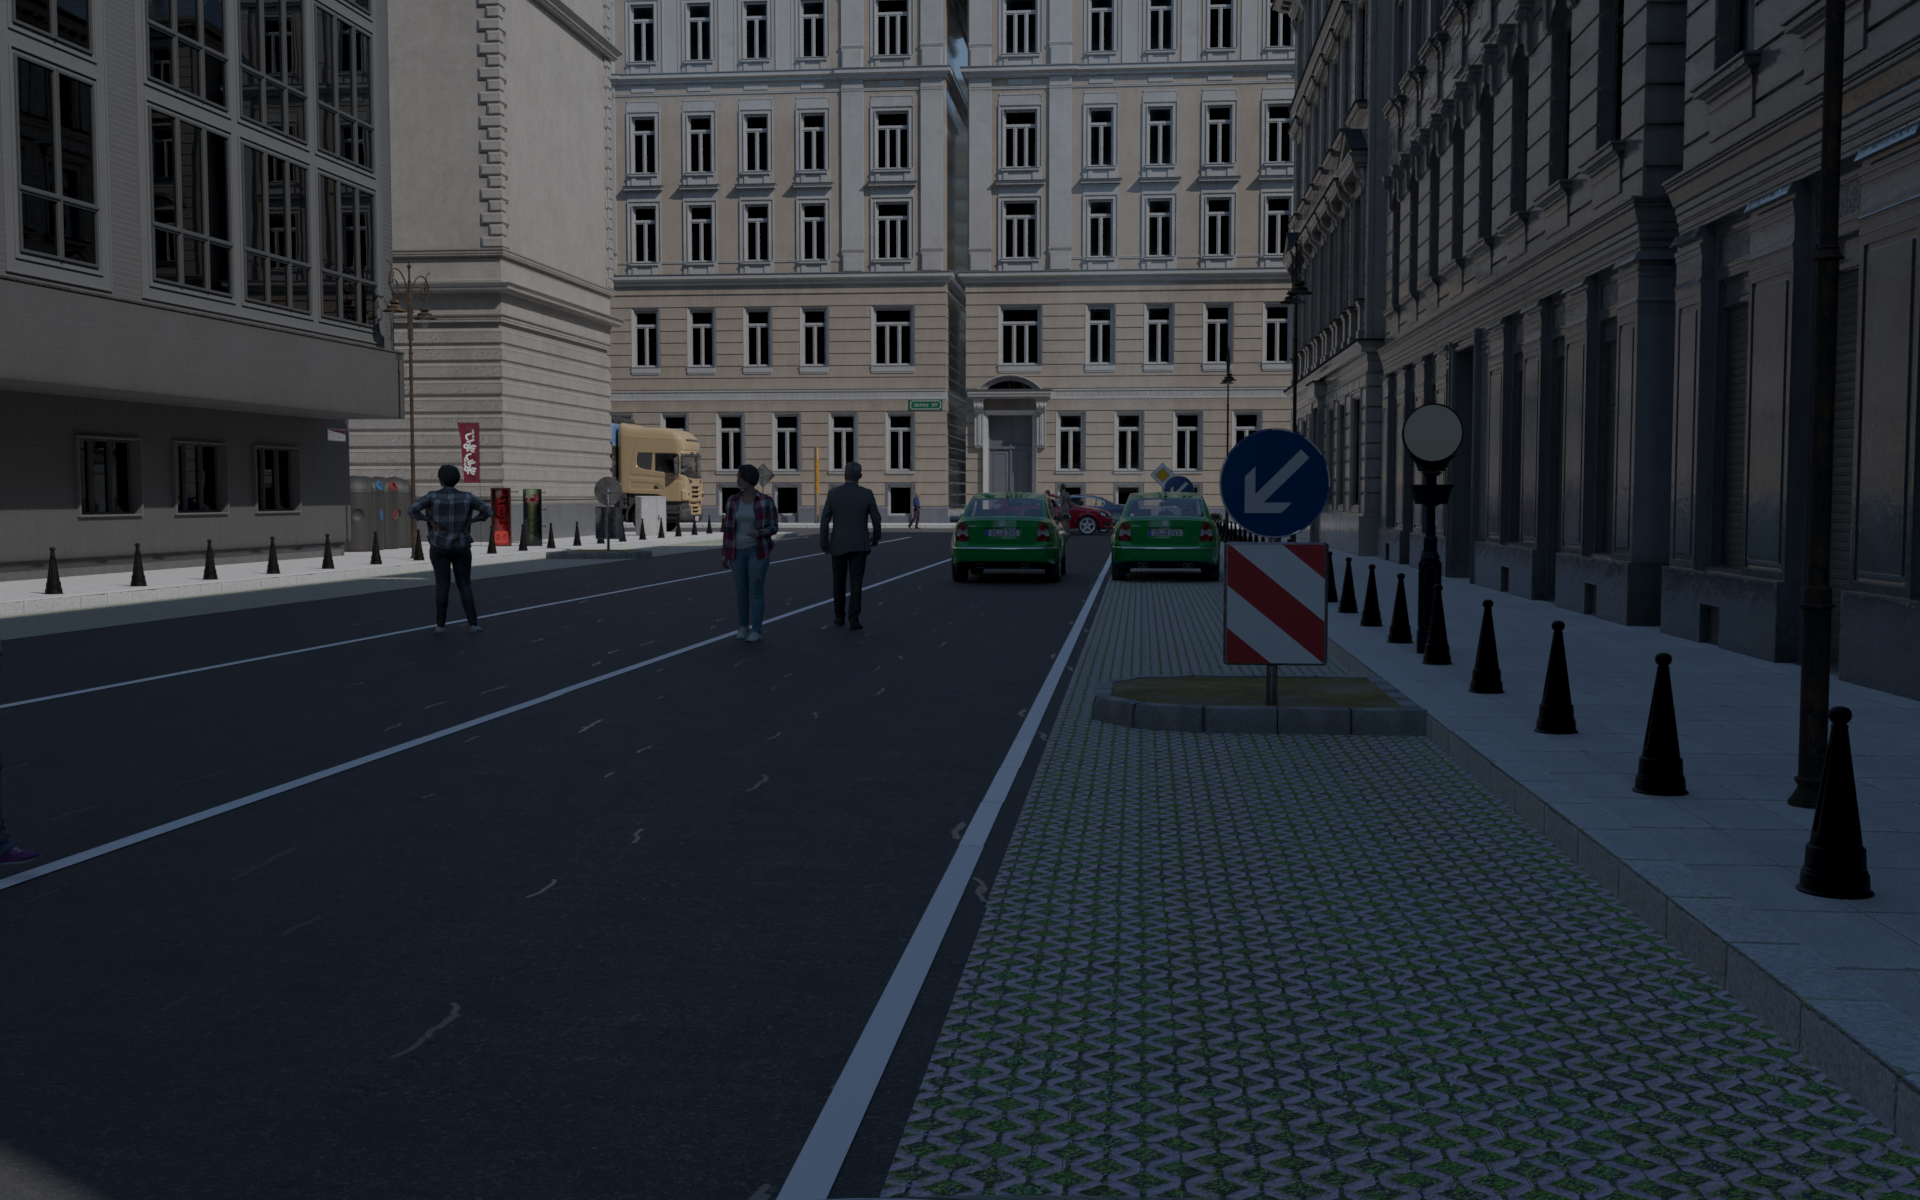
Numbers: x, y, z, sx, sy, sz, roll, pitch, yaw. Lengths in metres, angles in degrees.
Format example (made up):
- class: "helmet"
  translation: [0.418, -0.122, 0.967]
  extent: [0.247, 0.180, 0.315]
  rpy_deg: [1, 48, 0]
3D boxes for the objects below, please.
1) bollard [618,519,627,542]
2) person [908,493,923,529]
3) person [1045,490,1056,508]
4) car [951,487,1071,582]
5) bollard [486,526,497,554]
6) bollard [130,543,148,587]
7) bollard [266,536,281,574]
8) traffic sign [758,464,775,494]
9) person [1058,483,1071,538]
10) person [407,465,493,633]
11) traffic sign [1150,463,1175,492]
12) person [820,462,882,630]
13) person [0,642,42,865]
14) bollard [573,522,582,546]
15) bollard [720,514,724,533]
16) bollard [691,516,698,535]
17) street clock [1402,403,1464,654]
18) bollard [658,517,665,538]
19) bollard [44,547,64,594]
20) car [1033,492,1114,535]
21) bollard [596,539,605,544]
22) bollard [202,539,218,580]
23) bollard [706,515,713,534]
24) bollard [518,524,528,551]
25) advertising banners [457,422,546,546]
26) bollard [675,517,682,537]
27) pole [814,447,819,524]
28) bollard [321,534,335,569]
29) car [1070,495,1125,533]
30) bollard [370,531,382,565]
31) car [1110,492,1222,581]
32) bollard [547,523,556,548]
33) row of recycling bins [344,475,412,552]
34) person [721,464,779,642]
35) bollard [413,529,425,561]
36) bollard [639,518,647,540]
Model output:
- class: "bollard"
  translation: [-9.082, -1.869, 46.605]
  extent: [0.229, 0.601, 0.229]
  rpy_deg: [0, 3, 0]
- class: "person"
  translation: [-1.766, -3.682, 71.397]
  extent: [0.600, 1.496, 0.574]
  rpy_deg: [3, 5, 40]
- class: "person"
  translation: [2.350, -2.159, 46.077]
  extent: [0.482, 1.546, 0.388]
  rpy_deg: [-1, 4, -9]
- class: "car"
  translation: [0.902, -1.278, 29.693]
  extent: [1.959, 1.807, 4.718]
  rpy_deg: [0, 4, 6]
- class: "bollard"
  translation: [-10.063, -1.295, 37.217]
  extent: [0.229, 0.601, 0.229]
  rpy_deg: [0, 3, 0]
- class: "bollard"
  translation: [-11.438, -0.493, 24.099]
  extent: [0.229, 0.601, 0.229]
  rpy_deg: [0, 3, 0]
- class: "bollard"
  translation: [-11.046, -0.722, 27.840]
  extent: [0.229, 0.601, 0.229]
  rpy_deg: [0, 3, 0]
- class: "traffic sign"
  translation: [-6.450, -3.248, 56.741]
  extent: [0.795, 2.450, 0.064]
  rpy_deg: [0, 4, 6]
- class: "person"
  translation: [3.403, -2.926, 56.673]
  extent: [0.599, 1.781, 0.374]
  rpy_deg: [-3, 5, -44]
- class: "person"
  translation: [-5.244, -0.528, 17.850]
  extent: [0.841, 1.734, 0.376]
  rpy_deg: [-1, 4, -16]
- class: "traffic sign"
  translation: [6.471, -3.164, 55.373]
  extent: [0.795, 2.450, 0.064]
  rpy_deg: [0, 4, 6]
- class: "person"
  translation: [-1.177, -0.594, 18.609]
  extent: [0.661, 1.777, 0.834]
  rpy_deg: [0, 4, -6]
- class: "person"
  translation: [-3.662, 0.328, 6.374]
  extent: [0.776, 1.434, 0.726]
  rpy_deg: [1, 4, 14]
- class: "bollard"
  translation: [-9.476, -1.641, 42.864]
  extent: [0.229, 0.601, 0.229]
  rpy_deg: [0, 3, 0]
- class: "bollard"
  translation: [-7.909, -2.557, 57.853]
  extent: [0.229, 0.601, 0.229]
  rpy_deg: [0, 3, 0]
- class: "bollard"
  translation: [-8.297, -2.328, 54.111]
  extent: [0.229, 0.601, 0.229]
  rpy_deg: [0, 3, 0]
- class: "street clock"
  translation: [3.786, -0.572, 13.930]
  extent: [0.471, 2.002, 0.358]
  rpy_deg: [1, 4, 12]
- class: "bollard"
  translation: [-8.689, -2.099, 50.364]
  extent: [0.229, 0.601, 0.229]
  rpy_deg: [0, 3, 0]
- class: "bollard"
  translation: [-11.635, -0.378, 22.219]
  extent: [0.229, 0.601, 0.229]
  rpy_deg: [0, 3, 0]
- class: "car"
  translation: [3.196, -3.185, 61.109]
  extent: [4.494, 1.783, 2.155]
  rpy_deg: [0, 4, 4]
- class: "bollard"
  translation: [-9.280, -1.755, 44.735]
  extent: [0.229, 0.601, 0.229]
  rpy_deg: [0, 3, 0]
- class: "bollard"
  translation: [-11.248, -0.607, 25.970]
  extent: [0.229, 0.601, 0.229]
  rpy_deg: [0, 3, 0]
- class: "bollard"
  translation: [-8.103, -2.443, 55.982]
  extent: [0.229, 0.601, 0.229]
  rpy_deg: [0, 3, 0]
- class: "bollard"
  translation: [-9.866, -1.410, 39.089]
  extent: [0.229, 0.601, 0.229]
  rpy_deg: [0, 3, 0]
- class: "advertising banners"
  translation: [-11.211, -2.825, 42.378]
  extent: [2.074, 3.025, 0.090]
  rpy_deg: [0, 4, -7]
- class: "bollard"
  translation: [-8.496, -2.214, 52.235]
  extent: [0.229, 0.601, 0.229]
  rpy_deg: [0, 3, 0]
- class: "pole"
  translation: [-6.245, -4.992, 75.466]
  extent: [0.158, 3.312, 0.155]
  rpy_deg: [0, 3, 0]
- class: "bollard"
  translation: [-10.850, -0.837, 29.720]
  extent: [0.229, 0.601, 0.229]
  rpy_deg: [0, 3, 0]
- class: "car"
  translation: [4.133, -3.229, 64.794]
  extent: [4.499, 1.417, 2.014]
  rpy_deg: [0, 4, 6]
- class: "bollard"
  translation: [-10.656, -0.951, 31.591]
  extent: [0.229, 0.601, 0.229]
  rpy_deg: [0, 3, 0]
- class: "car"
  translation: [3.546, -1.287, 29.840]
  extent: [1.959, 1.807, 4.718]
  rpy_deg: [0, 4, 7]
- class: "bollard"
  translation: [-9.675, -1.525, 40.969]
  extent: [0.229, 0.601, 0.229]
  rpy_deg: [0, 3, 0]
- class: "row of recycling bins"
  translation: [-13.516, -2.004, 39.877]
  extent: [1.069, 1.692, 3.534]
  rpy_deg: [0, 4, 0]
- class: "person"
  translation: [-2.042, -0.463, 16.915]
  extent: [0.563, 1.720, 0.643]
  rpy_deg: [1, 4, 14]
- class: "bollard"
  translation: [-10.459, -1.065, 33.461]
  extent: [0.229, 0.601, 0.229]
  rpy_deg: [0, 3, 0]
- class: "bollard"
  translation: [-8.886, -1.984, 48.475]
  extent: [0.229, 0.601, 0.229]
  rpy_deg: [0, 3, 0]
